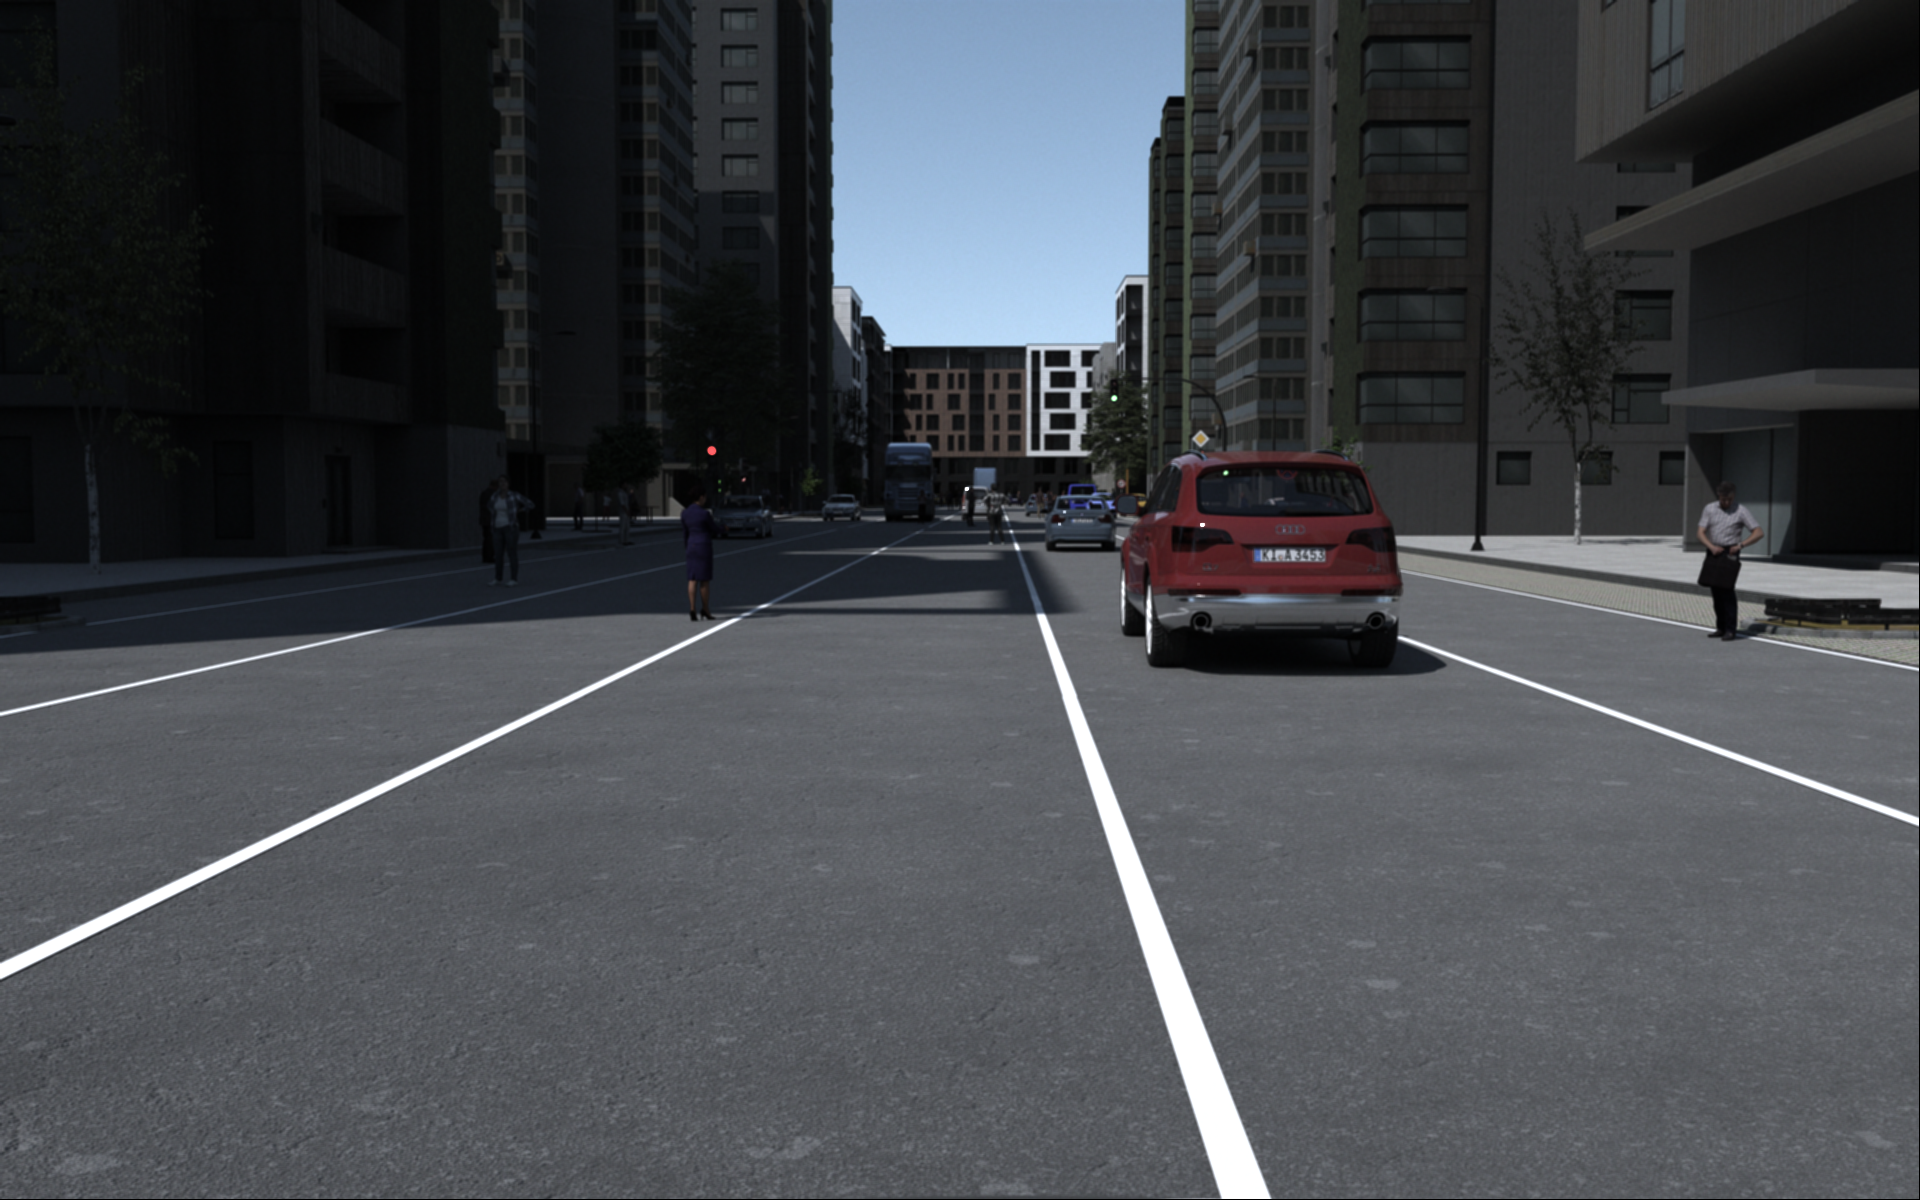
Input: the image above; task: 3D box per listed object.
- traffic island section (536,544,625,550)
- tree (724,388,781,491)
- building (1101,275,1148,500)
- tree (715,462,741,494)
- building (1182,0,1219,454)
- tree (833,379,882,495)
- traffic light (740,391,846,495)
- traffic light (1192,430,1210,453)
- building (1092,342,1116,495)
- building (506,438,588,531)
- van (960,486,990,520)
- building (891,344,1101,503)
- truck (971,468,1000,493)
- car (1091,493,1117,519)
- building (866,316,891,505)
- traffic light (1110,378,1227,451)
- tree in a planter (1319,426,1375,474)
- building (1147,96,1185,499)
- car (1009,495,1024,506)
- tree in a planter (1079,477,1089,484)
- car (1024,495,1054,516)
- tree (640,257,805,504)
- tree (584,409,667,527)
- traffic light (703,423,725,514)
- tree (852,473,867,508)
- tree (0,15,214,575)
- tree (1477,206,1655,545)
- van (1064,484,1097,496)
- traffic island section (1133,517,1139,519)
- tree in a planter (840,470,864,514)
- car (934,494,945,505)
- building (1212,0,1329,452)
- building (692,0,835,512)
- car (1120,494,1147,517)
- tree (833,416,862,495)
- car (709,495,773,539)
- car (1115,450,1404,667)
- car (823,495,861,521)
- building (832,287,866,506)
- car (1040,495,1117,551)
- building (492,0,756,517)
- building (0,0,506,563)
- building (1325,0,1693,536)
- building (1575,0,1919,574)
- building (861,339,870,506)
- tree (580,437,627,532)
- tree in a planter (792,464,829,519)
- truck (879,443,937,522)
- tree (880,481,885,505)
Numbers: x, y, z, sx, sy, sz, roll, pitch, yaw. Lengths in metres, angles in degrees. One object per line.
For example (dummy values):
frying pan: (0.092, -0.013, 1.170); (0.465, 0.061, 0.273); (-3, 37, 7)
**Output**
traffic island section: (-9.905, -1.386, 45.521); (1.991, 0.108, 1.994); (0, 4, 1)
tree: (-14.383, -10.378, 120.047); (4.737, 8.622, 4.395); (0, 3, 0)
building: (29.766, -20.426, 177.945); (27.936, 21.610, 32.646); (0, 4, 1)
tree: (-12.294, -5.807, 89.540); (1.663, 3.219, 1.824); (0, 3, 0)
building: (21.704, -26.371, 114.762); (14.154, 41.232, 14.086); (0, 4, 1)
tree: (-10.424, -12.671, 141.578); (8.767, 10.594, 7.601); (0, 4, 4)
traffic light: (-7.422, -6.204, 76.109); (4.771, 5.953, 1.251); (0, 4, 1)
traffic light: (10.481, -5.308, 75.699); (0.839, 4.253, 0.868); (0, 4, 1)
building: (25.276, -21.027, 210.248); (16.747, 18.905, 31.486); (0, 4, 1)
building: (-28.367, -24.350, 52.753); (28.867, 44.769, 22.147); (0, 4, 1)
van: (0.985, -5.444, 96.022); (2.013, 2.044, 4.112); (0, 4, 3)
building: (7.191, -24.824, 249.840); (32.646, 21.610, 27.936); (0, 4, 1)
truck: (2.499, -11.177, 172.499); (2.967, 4.110, 18.799); (0, 4, 1)
car: (8.149, -5.527, 99.952); (1.945, 1.707, 3.694); (0, 4, 2)
building: (-26.042, -22.596, 213.425); (32.646, 21.610, 27.936); (0, 4, 1)
traffic light: (8.213, -5.685, 67.620); (4.771, 5.953, 1.251); (0, 4, 1)
tree in a planter: (9.847, -2.937, 45.243); (1.991, 3.239, 1.994); (0, 4, 1)
building: (21.712, -21.863, 129.163); (14.160, 30.474, 14.107); (0, 4, 1)
car: (6.698, -11.915, 207.392); (1.945, 1.354, 3.894); (0, 4, 3)
tree in a planter: (12.765, -11.051, 177.909); (1.991, 3.239, 1.994); (0, 4, 1)
car: (5.120, -6.113, 111.957); (2.014, 1.417, 4.499); (0, 4, 1)
tree: (-11.310, -10.073, 82.826); (7.486, 12.596, 7.792); (0, 3, 0)
tree: (-12.992, -5.118, 67.391); (4.285, 4.588, 4.351); (0, 3, 0)
traffic light: (-9.690, -4.845, 68.137); (0.839, 4.253, 0.868); (0, 4, 1)
tree: (-9.743, -10.255, 162.263); (1.663, 3.219, 1.824); (0, 3, 0)
tree: (-13.720, -4.698, 27.178); (4.737, 8.622, 4.395); (0, 3, 0)
tree: (15.459, -5.700, 43.550); (4.360, 8.622, 3.978); (0, 3, 0)
van: (7.758, -6.476, 110.272); (2.240, 2.365, 5.245); (0, 4, 3)
traffic island section: (11.058, -4.749, 100.513); (1.991, 0.108, 1.994); (0, 4, 1)
tree in a planter: (-8.100, -7.994, 127.921); (1.991, 3.239, 1.994); (0, 4, 1)
car: (-2.804, -13.248, 226.823); (2.015, 1.641, 3.980); (0, 4, -1)
building: (26.344, -24.395, 90.742); (23.993, 40.220, 32.217); (0, 4, 1)
building: (-17.076, -27.234, 128.867); (14.154, 41.232, 14.086); (0, 4, 1)
car: (11.038, -6.063, 109.350); (2.015, 1.641, 3.980); (0, 4, 1)
tree: (-10.444, -12.134, 148.756); (4.360, 8.622, 3.978); (0, 3, 0)
car: (-7.131, -2.733, 56.683); (2.014, 1.417, 4.499); (0, 4, -1)
car: (2.607, -0.441, 15.886); (2.281, 1.827, 5.304); (0, 4, 1)
car: (-6.402, -5.027, 94.201); (2.014, 1.417, 4.499); (0, 4, 2)
building: (-24.671, -19.865, 168.759); (27.936, 21.610, 32.646); (0, 4, 1)
car: (3.082, -1.999, 44.693); (2.014, 1.417, 4.499); (0, 4, 2)
building: (-28.960, -25.094, 102.162); (32.217, 40.220, 23.993); (0, 4, 1)
building: (-18.865, -16.235, 37.150); (14.160, 30.474, 14.107); (0, 4, 1)
building: (19.488, -17.569, 58.957); (14.160, 30.474, 14.107); (0, 4, 1)
building: (26.831, -26.612, 24.340); (28.713, 52.752, 27.495); (0, 4, 1)
building: (-18.155, -20.487, 191.378); (16.016, 20.091, 11.380); (0, 4, 1)
tree: (-12.269, -3.888, 58.167); (1.663, 3.219, 1.824); (0, 3, 0)
tree in a planter: (-8.676, -6.343, 100.935); (1.991, 3.239, 1.994); (0, 4, 1)
truck: (-2.694, -6.544, 96.759); (2.967, 4.110, 18.799); (0, 4, 0)
tree: (-8.697, -13.061, 208.150); (1.663, 3.219, 1.824); (0, 3, 0)
